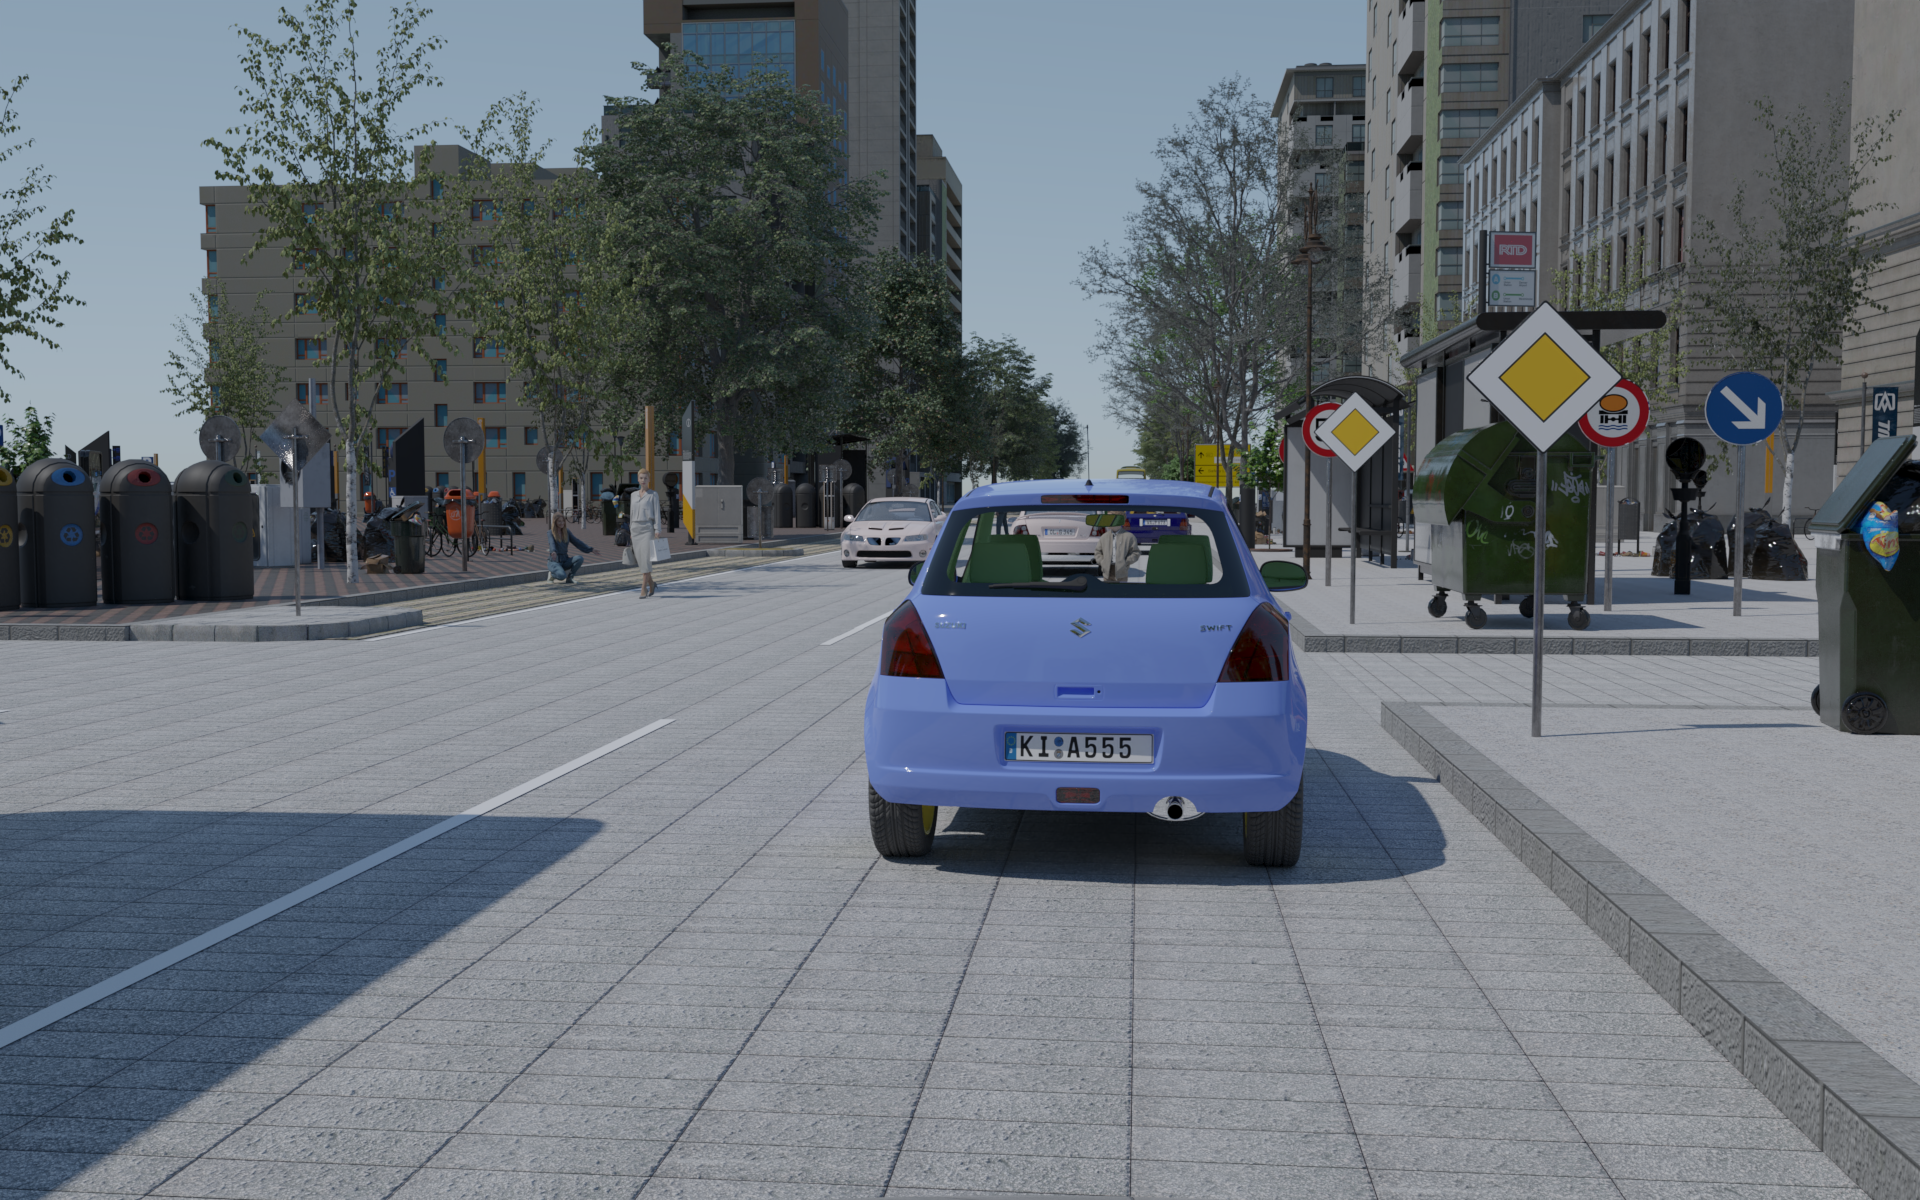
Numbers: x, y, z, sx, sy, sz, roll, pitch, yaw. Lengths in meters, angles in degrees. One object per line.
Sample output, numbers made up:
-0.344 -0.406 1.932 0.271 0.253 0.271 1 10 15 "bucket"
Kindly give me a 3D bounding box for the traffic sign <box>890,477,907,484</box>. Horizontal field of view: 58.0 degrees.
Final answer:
-3.146 -5.438 88.911 0.884 2.594 0.081 1 4 10 "traffic sign"

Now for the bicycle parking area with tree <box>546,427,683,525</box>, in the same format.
-13.390 -5.453 76.158 9.016 4.147 8.231 3 5 41 "bicycle parking area with tree"

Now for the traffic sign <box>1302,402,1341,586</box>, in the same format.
5.123 -1.463 24.023 0.768 2.556 0.104 1 4 16 "traffic sign"

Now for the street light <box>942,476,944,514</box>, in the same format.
-0.938 -7.456 94.691 0.468 5.910 1.993 0 4 6 "street light"

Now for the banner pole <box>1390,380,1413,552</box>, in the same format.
9.785 -2.959 38.400 0.401 3.779 0.863 -2 4 -28 "banner pole"

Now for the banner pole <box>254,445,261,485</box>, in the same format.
-35.838 -6.020 88.445 0.401 3.779 0.863 -3 5 -40 "banner pole"

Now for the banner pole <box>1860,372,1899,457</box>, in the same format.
18.819 -2.790 35.641 0.863 3.779 0.401 1 4 20 "banner pole"

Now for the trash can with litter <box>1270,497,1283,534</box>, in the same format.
10.266 -2.773 56.390 1.678 1.210 2.233 2 4 27 "trash can with litter"

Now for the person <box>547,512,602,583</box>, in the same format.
-6.226 -0.835 27.650 1.012 1.151 0.738 -3 5 -41 "person"

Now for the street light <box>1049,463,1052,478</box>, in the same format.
10.953 -14.491 209.718 0.468 5.910 1.993 0 4 6 "street light"

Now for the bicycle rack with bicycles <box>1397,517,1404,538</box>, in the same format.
11.618 -2.331 51.501 2.852 0.926 2.925 0 4 -6 "bicycle rack with bicycles"

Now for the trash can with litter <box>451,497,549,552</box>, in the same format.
-10.240 -1.701 38.865 2.233 1.210 1.678 1 4 19 "trash can with litter"

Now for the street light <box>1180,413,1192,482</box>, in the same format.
12.014 -7.251 91.347 0.468 5.910 1.993 0 4 6 "street light"

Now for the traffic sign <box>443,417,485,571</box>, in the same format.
-8.227 -1.748 28.693 0.768 2.556 0.104 1 4 15 "traffic sign"

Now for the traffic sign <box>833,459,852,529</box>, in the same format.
-4.366 -3.892 63.737 0.768 2.556 0.104 0 4 7 "traffic sign"

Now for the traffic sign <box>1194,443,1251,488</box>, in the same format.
10.593 -4.651 69.919 2.265 3.308 0.079 1 4 11 "traffic sign"

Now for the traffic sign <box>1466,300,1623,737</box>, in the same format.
3.042 -0.333 9.088 0.795 2.450 0.064 0 4 6 "traffic sign"

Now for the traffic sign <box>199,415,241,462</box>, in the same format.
-11.963 -1.705 27.990 0.768 2.556 0.104 1 4 13 "traffic sign"

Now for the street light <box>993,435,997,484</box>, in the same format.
2.506 -9.466 127.564 0.468 5.910 1.993 0 4 6 "street light"

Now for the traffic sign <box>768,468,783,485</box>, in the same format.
-7.183 -3.991 67.384 0.606 2.300 0.079 0 4 7 "traffic sign"

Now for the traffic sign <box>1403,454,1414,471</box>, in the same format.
10.055 -2.454 40.134 0.884 2.594 0.081 1 4 13 "traffic sign"

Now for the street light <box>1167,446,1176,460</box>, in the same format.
16.581 -9.919 134.968 0.468 5.910 1.993 0 4 6 "street light"

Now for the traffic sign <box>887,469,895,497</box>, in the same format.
-3.293 -5.268 86.236 0.768 2.556 0.104 1 4 14 "traffic sign"

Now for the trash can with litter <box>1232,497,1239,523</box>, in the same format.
11.897 -3.950 75.964 1.055 1.170 0.624 -2 4 -32 "trash can with litter"

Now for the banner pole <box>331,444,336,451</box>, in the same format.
-31.714 -5.952 87.330 0.863 3.779 0.401 0 4 -3 "banner pole"

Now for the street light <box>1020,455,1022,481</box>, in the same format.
5.705 -11.444 159.900 0.468 5.910 1.993 0 4 6 "street light"

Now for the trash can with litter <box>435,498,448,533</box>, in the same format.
-16.455 -2.722 55.884 1.055 1.170 0.624 1 4 18 "trash can with litter"

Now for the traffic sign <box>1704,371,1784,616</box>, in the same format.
8.161 -1.101 18.110 0.768 2.556 0.104 1 4 12 "traffic sign"

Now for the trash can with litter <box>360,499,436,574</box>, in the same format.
-9.113 -1.008 27.875 1.055 1.170 0.624 0 4 -1 "trash can with litter"

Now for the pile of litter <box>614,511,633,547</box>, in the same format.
-8.059 -1.772 42.934 1.176 0.858 1.719 0 4 3 "pile of litter"

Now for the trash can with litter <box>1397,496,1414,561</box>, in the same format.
9.680 -1.400 33.944 2.233 1.210 1.678 1 4 13 "trash can with litter"

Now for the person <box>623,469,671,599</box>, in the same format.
-4.311 -0.923 23.937 0.694 1.780 0.624 3 4 36 "person"

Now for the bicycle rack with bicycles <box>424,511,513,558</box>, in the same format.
-10.577 -1.380 35.937 2.852 0.926 2.925 -3 5 -40 "bicycle rack with bicycles"

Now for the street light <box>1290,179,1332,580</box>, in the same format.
5.204 -3.245 25.847 0.468 5.910 1.993 0 4 6 "street light"

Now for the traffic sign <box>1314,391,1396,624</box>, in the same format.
3.869 -0.819 17.030 0.795 2.450 0.064 0 4 6 "traffic sign"

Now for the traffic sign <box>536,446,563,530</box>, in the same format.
-10.804 -2.782 45.598 0.768 2.556 0.104 1 4 11 "traffic sign"

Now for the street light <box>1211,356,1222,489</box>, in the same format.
8.662 -5.221 58.156 0.468 5.910 1.993 0 4 6 "street light"

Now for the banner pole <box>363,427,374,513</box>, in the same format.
-21.909 -4.538 64.206 0.401 3.779 0.863 0 4 7 "banner pole"

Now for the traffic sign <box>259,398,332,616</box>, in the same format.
-6.964 -0.889 18.175 0.795 2.450 0.064 0 4 6 "traffic sign"

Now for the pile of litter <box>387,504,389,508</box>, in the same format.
-29.231 -4.579 88.839 1.719 0.858 1.176 -1 4 -13 "pile of litter"

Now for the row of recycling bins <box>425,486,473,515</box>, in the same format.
-25.650 -4.854 86.481 3.534 1.692 1.069 2 4 32 "row of recycling bins"

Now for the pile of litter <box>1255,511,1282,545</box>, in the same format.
7.477 -1.856 44.303 1.176 0.858 1.719 -1 4 -22 "pile of litter"

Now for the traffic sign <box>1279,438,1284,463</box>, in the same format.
6.872 -2.151 35.281 0.768 2.556 0.104 1 4 13 "traffic sign"

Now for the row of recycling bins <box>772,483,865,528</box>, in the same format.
-5.383 -3.591 65.818 3.534 1.692 1.069 -1 4 -8 "row of recycling bins"

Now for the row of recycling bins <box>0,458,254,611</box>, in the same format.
-10.036 -0.796 20.122 1.069 1.692 3.534 3 5 41 "row of recycling bins"

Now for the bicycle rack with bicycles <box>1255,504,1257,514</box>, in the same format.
14.328 -4.728 90.685 2.925 0.926 2.852 1 4 19 "bicycle rack with bicycles"

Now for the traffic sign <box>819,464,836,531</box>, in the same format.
-4.570 -3.525 59.764 0.606 2.300 0.079 1 4 9 "traffic sign"

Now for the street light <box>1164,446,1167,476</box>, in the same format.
19.938 -11.909 167.494 0.468 5.910 1.993 0 4 6 "street light"

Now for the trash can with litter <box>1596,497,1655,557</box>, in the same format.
13.684 -1.527 36.022 1.678 1.210 2.233 -2 4 -26 "trash can with litter"

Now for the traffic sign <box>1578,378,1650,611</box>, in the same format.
7.091 -1.148 18.884 0.768 2.556 0.104 0 4 8 "traffic sign"

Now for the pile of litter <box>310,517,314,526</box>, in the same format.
-16.920 -1.781 43.077 1.719 0.858 1.176 2 4 31 "pile of litter"

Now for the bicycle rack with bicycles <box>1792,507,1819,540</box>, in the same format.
24.498 -2.103 47.758 2.925 0.926 2.852 -3 4 -38 "bicycle rack with bicycles"
